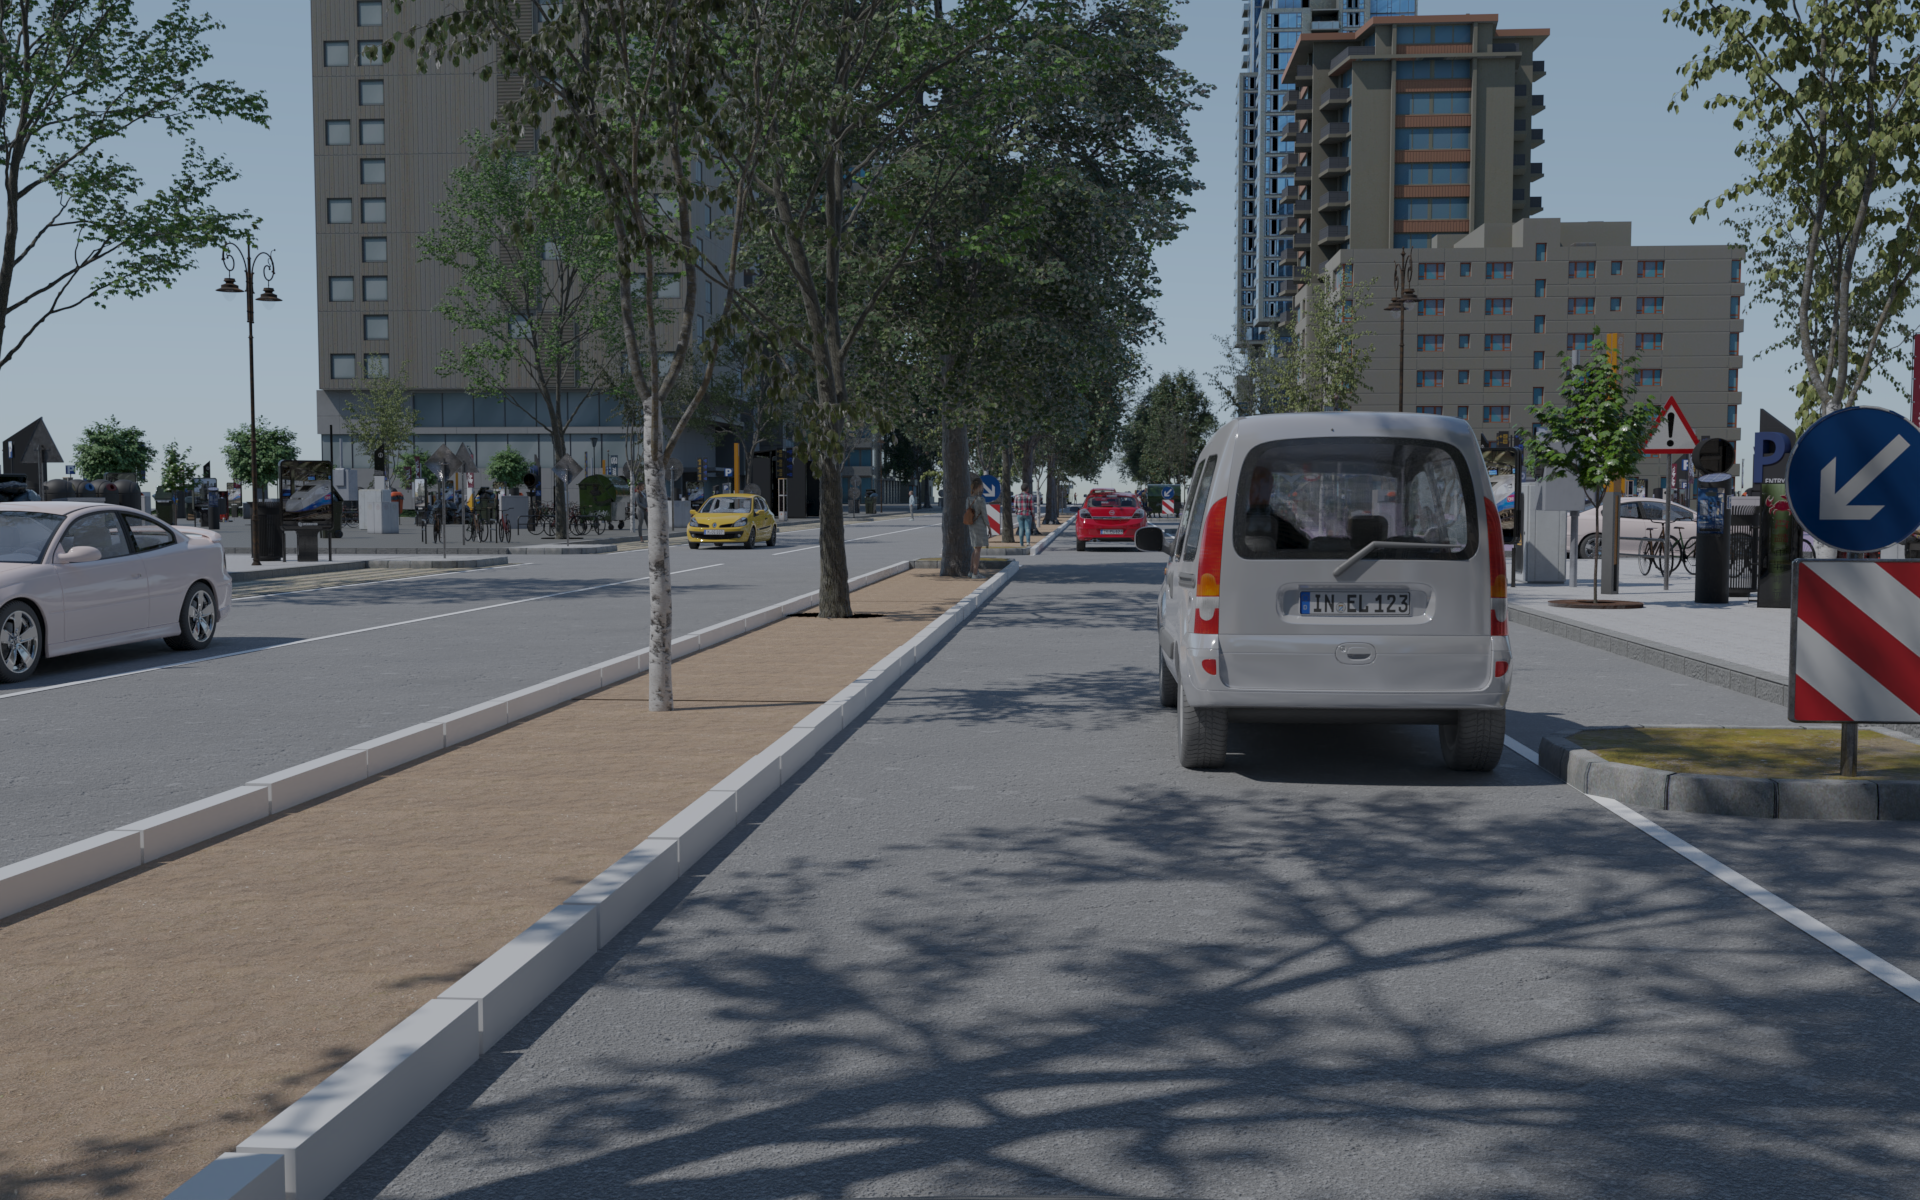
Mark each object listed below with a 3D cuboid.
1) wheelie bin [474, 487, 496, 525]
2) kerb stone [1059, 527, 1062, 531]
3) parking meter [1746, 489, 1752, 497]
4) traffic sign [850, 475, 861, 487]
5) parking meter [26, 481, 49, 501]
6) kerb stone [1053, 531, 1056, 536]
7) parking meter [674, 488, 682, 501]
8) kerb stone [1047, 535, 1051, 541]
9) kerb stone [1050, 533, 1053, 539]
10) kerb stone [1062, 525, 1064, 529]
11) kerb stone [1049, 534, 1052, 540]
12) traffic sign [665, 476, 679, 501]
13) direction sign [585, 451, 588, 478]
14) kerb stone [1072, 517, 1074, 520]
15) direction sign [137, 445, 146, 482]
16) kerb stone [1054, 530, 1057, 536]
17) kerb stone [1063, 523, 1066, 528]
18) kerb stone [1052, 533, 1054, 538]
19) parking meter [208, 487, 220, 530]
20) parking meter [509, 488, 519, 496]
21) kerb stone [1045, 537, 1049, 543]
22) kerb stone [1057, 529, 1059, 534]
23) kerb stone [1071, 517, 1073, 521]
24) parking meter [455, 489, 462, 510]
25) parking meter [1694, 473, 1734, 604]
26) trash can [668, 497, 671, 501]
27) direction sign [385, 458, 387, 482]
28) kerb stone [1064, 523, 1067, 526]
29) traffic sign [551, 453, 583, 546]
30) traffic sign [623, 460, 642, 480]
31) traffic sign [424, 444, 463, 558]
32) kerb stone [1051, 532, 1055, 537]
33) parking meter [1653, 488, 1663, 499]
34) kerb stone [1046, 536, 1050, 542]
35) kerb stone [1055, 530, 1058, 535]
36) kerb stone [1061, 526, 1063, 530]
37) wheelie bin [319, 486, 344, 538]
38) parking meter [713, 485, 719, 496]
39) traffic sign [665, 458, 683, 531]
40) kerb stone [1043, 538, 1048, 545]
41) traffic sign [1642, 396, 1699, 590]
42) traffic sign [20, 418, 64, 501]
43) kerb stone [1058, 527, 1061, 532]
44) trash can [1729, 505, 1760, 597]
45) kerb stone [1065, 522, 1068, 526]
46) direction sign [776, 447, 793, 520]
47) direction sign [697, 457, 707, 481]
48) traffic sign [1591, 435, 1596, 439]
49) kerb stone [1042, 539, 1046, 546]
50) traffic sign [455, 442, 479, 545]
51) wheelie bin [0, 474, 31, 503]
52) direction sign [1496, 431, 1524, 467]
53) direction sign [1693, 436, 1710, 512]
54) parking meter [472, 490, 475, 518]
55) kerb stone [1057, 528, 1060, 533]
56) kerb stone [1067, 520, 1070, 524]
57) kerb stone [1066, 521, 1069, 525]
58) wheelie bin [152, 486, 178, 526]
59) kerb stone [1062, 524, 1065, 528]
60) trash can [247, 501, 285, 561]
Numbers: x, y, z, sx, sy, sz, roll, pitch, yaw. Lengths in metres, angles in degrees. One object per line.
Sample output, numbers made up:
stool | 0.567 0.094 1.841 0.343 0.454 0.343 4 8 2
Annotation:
wheelie bin | -20.005 -3.985 73.062 0.693 1.594 0.980 1 4 16
kerb stone | 3.517 -2.478 62.718 0.120 0.150 1.000 0 4 5
parking meter | 40.325 -4.892 88.393 0.372 1.533 0.369 0 3 0
traffic sign | -7.079 -7.185 117.579 0.768 2.556 0.104 0 4 7
parking meter | -17.255 -1.469 32.428 0.372 1.533 0.369 0 3 0
kerb stone | 2.919 -2.041 55.569 0.120 0.150 1.000 0 4 5
parking meter | -11.633 -3.844 71.258 0.372 1.533 0.369 0 3 0
kerb stone | 2.507 -1.729 50.467 0.120 0.150 1.000 0 4 5
kerb stone | 2.679 -1.854 52.511 0.120 0.150 1.000 0 4 5
kerb stone | 3.851 -2.727 66.792 0.120 0.150 1.000 0 4 5
kerb stone | 2.595 -1.791 51.487 0.120 0.150 1.000 0 4 5
traffic sign | -11.602 -4.258 69.718 0.768 2.556 0.104 1 4 13
direction sign | -19.916 -6.136 92.321 0.379 3.537 0.876 -1 4 -20
kerb stone | 5.539 -3.978 87.235 0.120 0.150 1.000 0 4 5
direction sign | -35.753 -5.084 75.113 0.876 3.537 0.379 0 4 -2
kerb stone | 3.006 -2.104 56.593 0.120 0.150 1.000 0 4 5
kerb stone | 4.101 -2.915 69.861 0.120 0.150 1.000 0 4 5
kerb stone | 2.758 -1.917 53.531 0.120 0.150 1.000 0 4 5
parking meter | -27.019 -3.321 62.705 0.372 1.533 0.369 0 3 0
parking meter | -17.410 -3.626 67.692 0.372 1.533 0.369 0 3 0
kerb stone | 2.345 -1.604 48.426 0.120 0.150 1.000 0 4 5
kerb stone | 3.266 -2.290 59.647 0.120 0.150 1.000 0 4 5
kerb stone | 5.438 -3.915 86.213 0.120 0.150 1.000 0 4 5
parking meter | -25.994 -4.978 89.802 0.372 1.533 0.369 0 3 0
parking meter | 8.865 -0.732 20.384 0.372 1.533 0.369 0 3 0
trash can | -12.655 -3.861 74.774 0.748 1.137 0.748 0 3 0
direction sign | -36.021 -7.100 108.078 0.876 3.537 0.379 2 4 34
kerb stone | 4.188 -2.976 70.879 0.120 0.150 1.000 0 4 5
traffic sign | -9.612 -2.371 42.415 0.795 2.450 0.064 0 4 5
traffic sign | -12.077 -3.899 63.859 0.768 2.556 0.104 1 4 11
traffic sign | -10.266 -1.885 34.457 0.795 2.450 0.064 0 4 5
kerb stone | 2.843 -1.974 54.550 0.120 0.150 1.000 0 4 5
parking meter | 27.829 -3.711 69.082 0.372 1.533 0.369 0 3 0
kerb stone | 2.427 -1.667 49.449 0.120 0.150 1.000 0 4 5
kerb stone | 3.090 -2.166 57.611 0.120 0.150 1.000 0 4 5
kerb stone | 3.693 -2.603 64.754 0.120 0.150 1.000 0 4 5
wheelie bin | -18.321 -2.595 50.343 0.693 1.594 0.980 -2 4 -33
parking meter | -15.880 -6.545 112.716 0.255 1.863 0.399 3 5 41
traffic sign | -10.016 -3.686 60.367 0.768 2.556 0.104 1 4 11
kerb stone | 2.255 -1.541 47.398 0.120 0.150 1.000 0 4 5
traffic sign | 9.423 -1.409 23.037 0.884 2.594 0.081 1 4 9
traffic sign | -15.640 -1.804 29.497 0.884 2.594 0.081 1 4 14
kerb stone | 3.424 -2.413 61.698 0.120 0.150 1.000 0 4 5
trash can | 9.679 -0.616 21.720 0.748 1.137 0.748 0 3 0
kerb stone | 4.354 -3.103 72.934 0.120 0.150 1.000 0 4 5
direction sign | -8.552 -5.653 84.418 0.876 3.537 0.379 -2 4 -32
direction sign | -15.936 -7.047 107.209 0.876 3.537 0.379 3 5 40
traffic sign | 9.754 -1.470 26.158 0.606 2.300 0.079 1 4 11
kerb stone | 2.169 -1.479 46.379 0.120 0.150 1.000 0 4 5
traffic sign | -12.443 -2.652 43.364 0.884 2.594 0.081 1 4 14
wheelie bin | -14.792 -1.163 26.916 0.980 1.594 0.693 -3 5 -45
direction sign | 19.781 -4.296 62.235 0.876 3.537 0.379 1 4 12
direction sign | 28.707 -4.610 67.362 0.379 3.537 0.876 -3 4 -37
parking meter | -26.280 -5.182 93.144 0.372 1.533 0.369 0 3 0
kerb stone | 3.347 -2.353 60.666 0.120 0.150 1.000 0 4 5
kerb stone | 4.691 -3.353 77.020 0.120 0.150 1.000 0 4 5
kerb stone | 4.526 -3.226 74.979 0.120 0.150 1.000 0 4 5
wheelie bin | -29.339 -3.430 63.987 0.980 1.594 0.693 0 4 -4
kerb stone | 3.927 -2.791 67.824 0.120 0.150 1.000 0 4 5
trash can | -13.267 -1.317 33.192 0.748 1.137 0.748 0 3 0
